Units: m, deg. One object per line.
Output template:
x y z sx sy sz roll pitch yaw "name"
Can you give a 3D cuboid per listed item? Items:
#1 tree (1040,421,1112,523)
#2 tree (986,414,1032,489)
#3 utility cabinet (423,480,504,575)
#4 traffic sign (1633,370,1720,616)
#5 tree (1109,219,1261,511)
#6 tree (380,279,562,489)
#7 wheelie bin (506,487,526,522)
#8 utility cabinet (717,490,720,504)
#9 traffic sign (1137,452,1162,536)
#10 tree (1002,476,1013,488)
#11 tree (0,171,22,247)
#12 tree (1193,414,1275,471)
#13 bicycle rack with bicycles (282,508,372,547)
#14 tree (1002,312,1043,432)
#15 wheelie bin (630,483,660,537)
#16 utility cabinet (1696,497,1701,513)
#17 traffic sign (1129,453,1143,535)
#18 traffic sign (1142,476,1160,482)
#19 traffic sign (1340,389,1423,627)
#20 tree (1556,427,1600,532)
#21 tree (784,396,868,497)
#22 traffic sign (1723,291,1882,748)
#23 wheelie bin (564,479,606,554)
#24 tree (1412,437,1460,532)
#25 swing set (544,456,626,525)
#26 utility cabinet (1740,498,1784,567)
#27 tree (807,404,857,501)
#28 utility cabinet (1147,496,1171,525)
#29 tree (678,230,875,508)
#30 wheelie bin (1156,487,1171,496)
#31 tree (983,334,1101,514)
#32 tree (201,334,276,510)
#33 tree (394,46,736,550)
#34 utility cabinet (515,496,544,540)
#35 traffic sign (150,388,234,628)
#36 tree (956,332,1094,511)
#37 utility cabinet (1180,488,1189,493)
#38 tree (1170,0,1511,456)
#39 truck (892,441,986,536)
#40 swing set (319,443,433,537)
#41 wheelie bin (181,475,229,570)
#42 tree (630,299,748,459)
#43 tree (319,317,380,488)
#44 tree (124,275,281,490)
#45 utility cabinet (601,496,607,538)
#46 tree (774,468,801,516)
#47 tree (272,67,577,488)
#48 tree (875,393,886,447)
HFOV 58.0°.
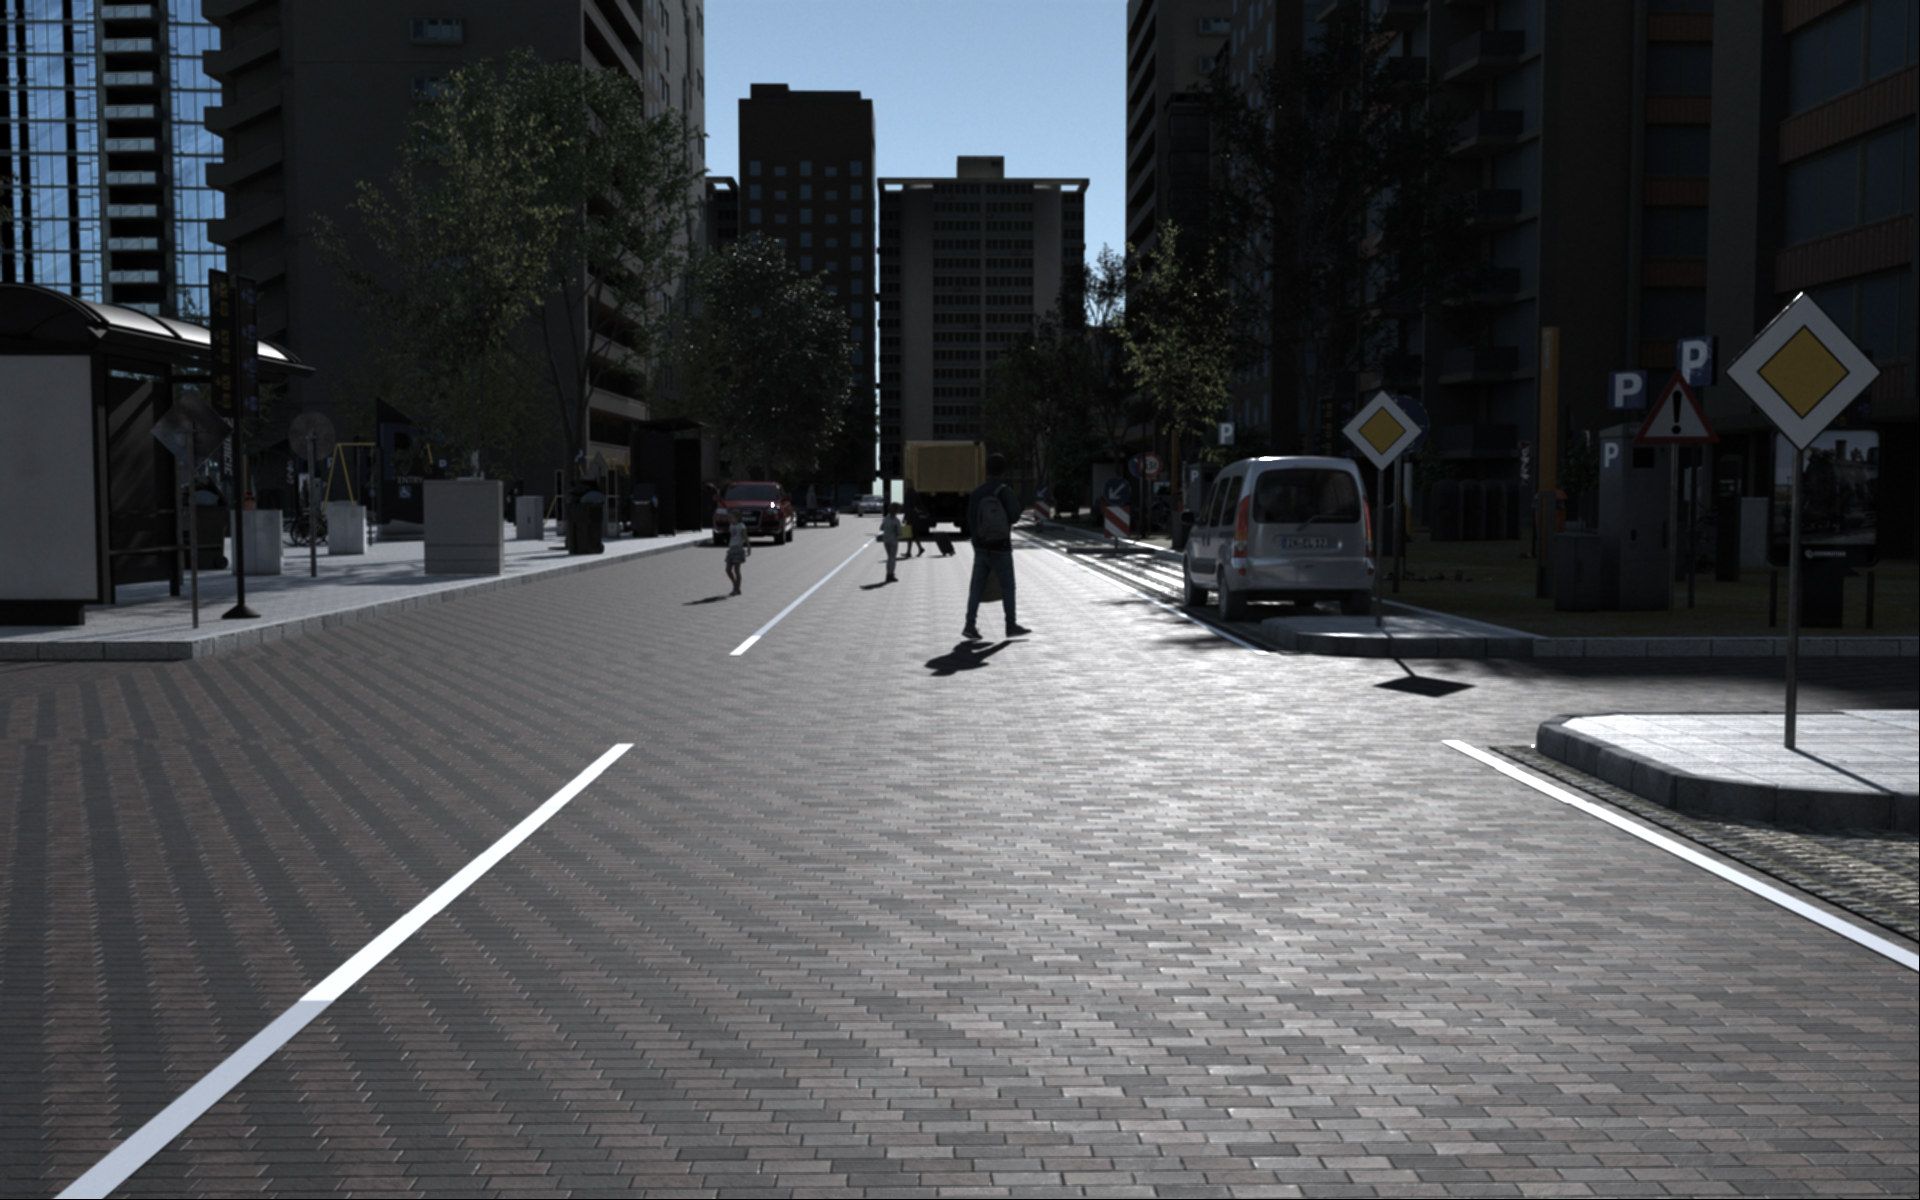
5.195 -5.767 77.999 4.285 4.588 4.351 0 3 0 "tree"
4.203 -12.394 153.011 4.737 8.622 4.395 0 3 0 "tree"
-7.801 -1.136 27.250 1.173 1.500 0.318 0 4 0 "utility cabinet"
7.511 -1.114 18.225 0.884 2.594 0.081 0 4 4 "traffic sign"
6.038 -5.857 46.126 4.360 8.622 3.978 0 3 0 "tree"
-15.736 -6.527 57.080 4.737 8.622 4.395 0 3 0 "tree"
-20.050 -4.305 78.298 0.693 1.594 0.980 1 4 21 "wheelie bin"
-12.460 -5.033 90.976 0.318 1.500 1.173 0 4 4 "utility cabinet"
5.793 -3.233 52.959 0.768 2.556 0.104 0 4 3 "traffic sign"
4.213 -10.508 166.403 1.663 3.219 1.824 0 3 0 "tree"
-16.233 -4.559 24.901 4.737 8.622 4.395 0 3 0 "tree"
11.275 -5.361 71.358 4.285 4.588 4.351 0 3 0 "tree"
-15.962 -1.808 42.946 2.925 0.926 2.852 -2 4 -33 "bicycle rack with bicycles"
5.901 -7.899 63.566 8.767 10.594 7.601 0 4 -4 "tree"
-9.386 -2.679 51.708 0.980 1.594 0.693 1 4 18 "wheelie bin"
22.399 -2.526 52.466 0.306 1.237 1.020 2 4 24 "utility cabinet"
5.666 -3.307 54.173 0.768 2.556 0.104 0 4 4 "traffic sign"
8.051 -4.492 73.446 0.884 2.594 0.081 0 4 8 "traffic sign"
4.043 -0.797 16.675 0.795 2.450 0.064 0 4 -1 "traffic sign"
17.913 -3.397 50.142 1.663 3.219 1.824 0 3 0 "tree"
-11.524 -13.066 148.046 7.601 10.594 8.767 -1 4 -23 "tree"
4.191 -0.309 8.692 0.795 2.450 0.064 0 4 -1 "traffic sign"
-8.017 -1.782 37.050 0.980 1.594 0.693 1 4 18 "wheelie bin"
15.802 -3.913 58.573 1.663 3.219 1.824 0 3 0 "tree"
-15.301 -4.520 71.516 2.862 2.851 3.119 -3 5 -41 "swing set"
14.147 -1.194 30.681 1.020 1.237 0.306 1 4 20 "utility cabinet"
-10.300 -11.407 136.864 4.737 8.622 4.395 0 3 0 "tree"
8.346 -3.744 72.368 1.020 1.237 0.306 2 4 24 "utility cabinet"
-9.168 -10.833 83.773 9.857 13.997 8.962 0 3 0 "tree"
8.798 -4.072 74.485 0.693 1.594 0.980 2 4 28 "wheelie bin"
5.205 -11.265 109.937 9.928 11.665 9.643 0 3 0 "tree"
-30.082 -7.534 73.542 4.360 8.622 3.978 0 3 0 "tree"
-9.000 -6.986 39.975 9.928 11.665 9.643 0 3 0 "tree"
-12.195 -2.318 49.061 1.020 1.237 0.306 3 5 44 "utility cabinet"
-7.300 -0.786 16.486 0.795 2.450 0.064 0 4 -1 "traffic sign"
4.838 -13.418 129.757 12.009 13.543 11.850 0 3 0 "tree"
8.536 -3.292 62.507 1.173 1.500 0.318 2 4 29 "utility cabinet"
6.743 -5.970 32.017 7.601 10.594 8.767 -1 4 -19 "tree"
-0.664 -4.056 62.243 3.469 3.379 9.791 0 4 -3 "truck"
-17.798 -3.393 53.092 3.119 2.851 2.862 0 4 6 "swing set"
-12.884 -1.316 29.432 0.980 1.594 0.693 3 4 36 "wheelie bin"
-10.060 -6.979 64.467 4.737 8.622 4.395 0 3 0 "tree"
-23.436 -7.332 70.235 4.737 8.622 4.395 0 3 0 "tree"
-25.181 -6.629 58.747 4.737 8.622 4.395 0 3 0 "tree"
-10.603 -2.441 51.076 0.306 1.237 1.020 1 4 21 "utility cabinet"
-10.323 -6.640 103.160 1.663 3.219 1.824 0 3 0 "tree"
-8.581 -4.851 29.680 4.360 8.622 3.978 0 3 0 "tree"
-11.308 -15.404 158.512 9.857 13.997 8.962 0 3 0 "tree"
